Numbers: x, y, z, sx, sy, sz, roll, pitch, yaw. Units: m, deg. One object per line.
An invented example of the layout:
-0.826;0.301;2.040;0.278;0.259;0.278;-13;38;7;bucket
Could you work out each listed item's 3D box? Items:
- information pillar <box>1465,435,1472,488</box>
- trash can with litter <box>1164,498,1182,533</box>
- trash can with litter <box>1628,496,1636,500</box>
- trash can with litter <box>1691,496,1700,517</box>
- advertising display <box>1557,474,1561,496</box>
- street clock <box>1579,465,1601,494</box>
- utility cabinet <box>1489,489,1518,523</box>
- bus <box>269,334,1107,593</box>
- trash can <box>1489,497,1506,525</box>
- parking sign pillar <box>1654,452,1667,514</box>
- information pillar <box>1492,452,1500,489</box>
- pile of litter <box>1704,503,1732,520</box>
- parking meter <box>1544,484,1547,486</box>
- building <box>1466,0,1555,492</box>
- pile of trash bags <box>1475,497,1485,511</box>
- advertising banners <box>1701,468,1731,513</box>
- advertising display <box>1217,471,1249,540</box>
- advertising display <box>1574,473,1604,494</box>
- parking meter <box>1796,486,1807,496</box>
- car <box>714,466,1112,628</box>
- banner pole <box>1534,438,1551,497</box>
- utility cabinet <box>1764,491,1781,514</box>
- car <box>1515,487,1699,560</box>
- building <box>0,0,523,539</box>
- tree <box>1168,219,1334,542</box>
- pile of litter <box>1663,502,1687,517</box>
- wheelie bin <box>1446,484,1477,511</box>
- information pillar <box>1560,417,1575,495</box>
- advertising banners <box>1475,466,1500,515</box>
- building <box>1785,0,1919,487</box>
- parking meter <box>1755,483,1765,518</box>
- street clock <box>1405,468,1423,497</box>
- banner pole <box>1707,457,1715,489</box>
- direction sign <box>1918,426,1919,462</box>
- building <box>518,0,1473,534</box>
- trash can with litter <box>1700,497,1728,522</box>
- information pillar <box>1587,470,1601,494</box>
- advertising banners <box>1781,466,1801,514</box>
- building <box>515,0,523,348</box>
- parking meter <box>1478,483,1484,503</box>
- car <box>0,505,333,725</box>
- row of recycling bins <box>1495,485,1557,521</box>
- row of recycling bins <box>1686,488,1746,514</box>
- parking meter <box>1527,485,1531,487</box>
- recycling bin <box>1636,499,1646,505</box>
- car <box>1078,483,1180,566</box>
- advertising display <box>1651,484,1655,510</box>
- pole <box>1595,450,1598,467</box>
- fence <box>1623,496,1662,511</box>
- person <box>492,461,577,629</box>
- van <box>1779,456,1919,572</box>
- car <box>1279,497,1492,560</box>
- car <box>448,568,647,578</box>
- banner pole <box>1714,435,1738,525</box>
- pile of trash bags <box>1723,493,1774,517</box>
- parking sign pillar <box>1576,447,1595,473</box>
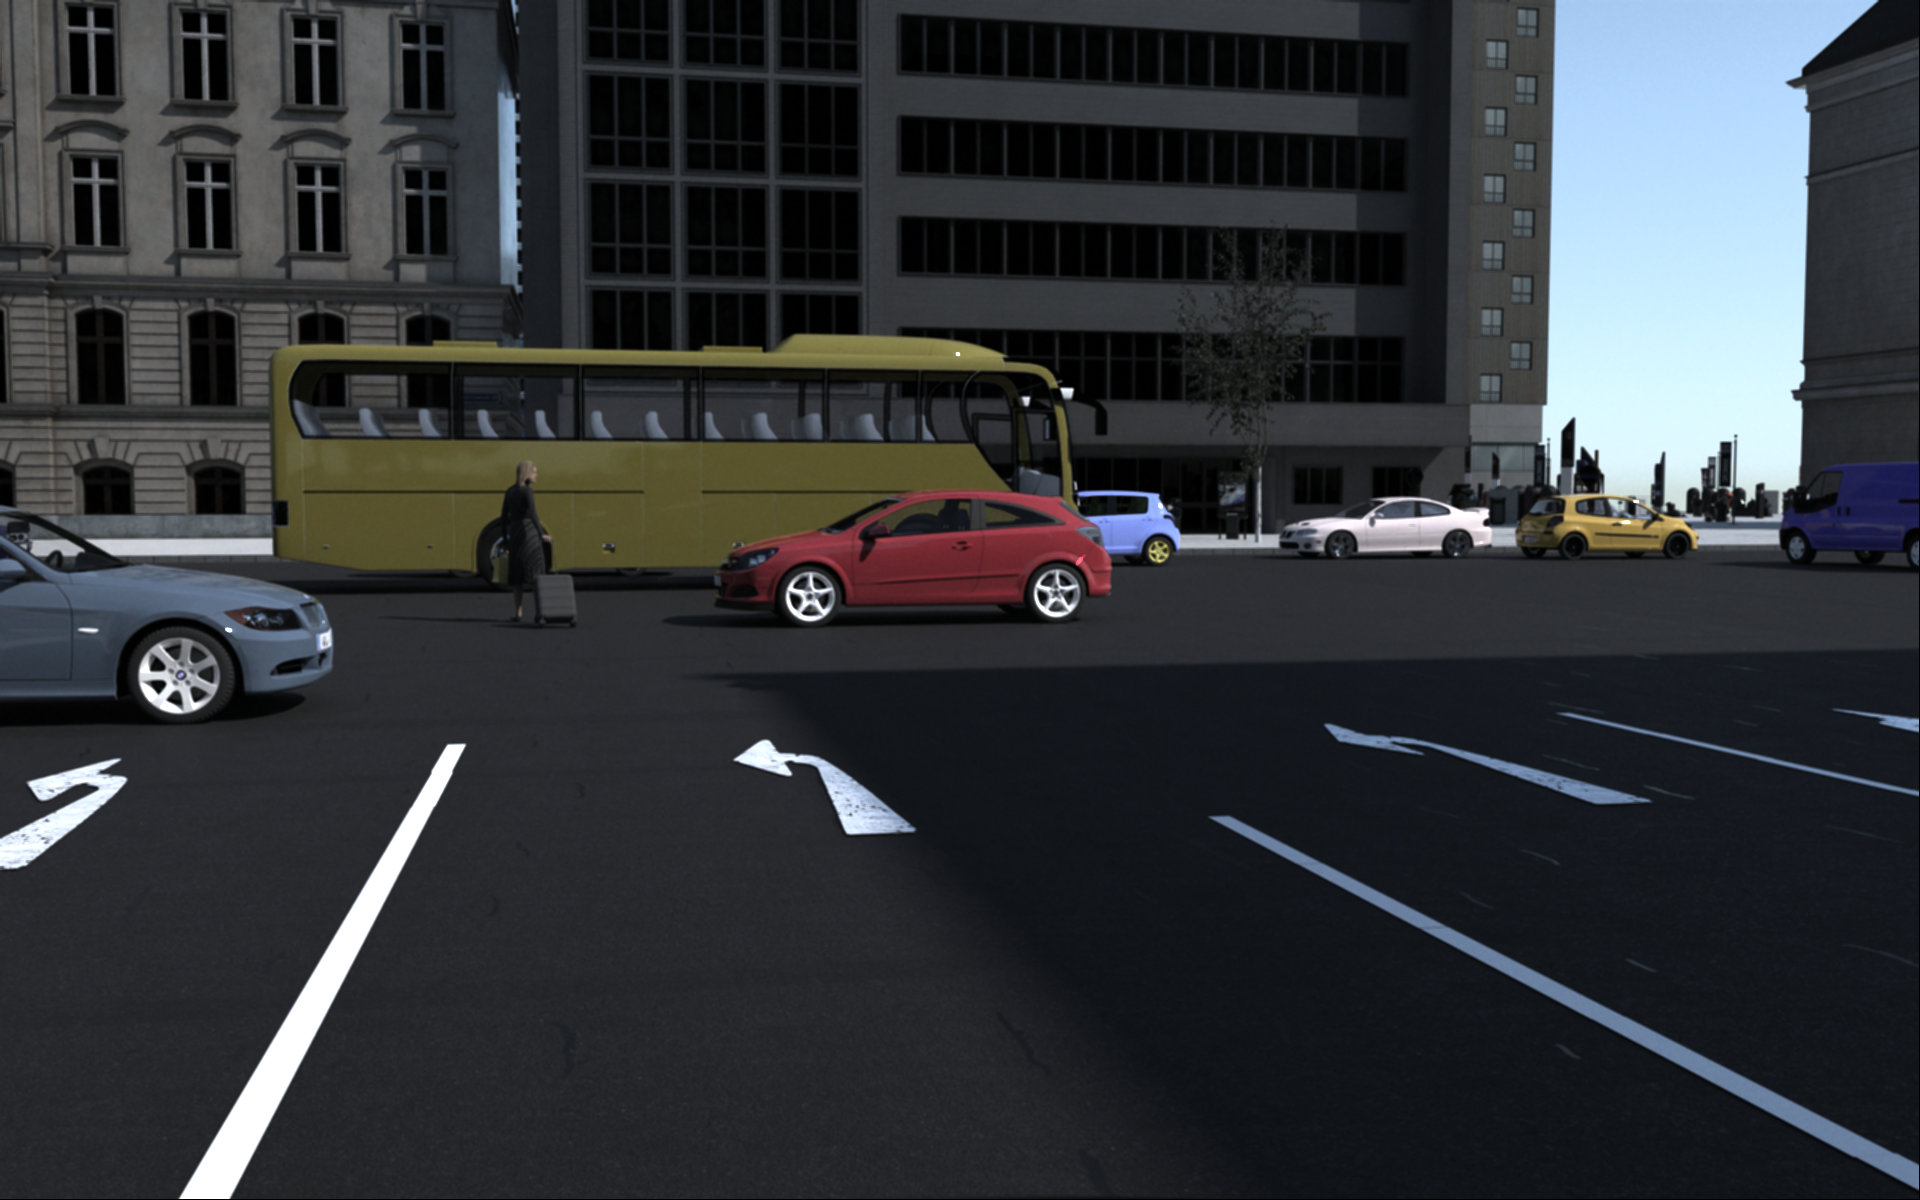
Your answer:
19.915;-4.705;68.285;0.504;3.616;0.183;2;4;35;information pillar
6.077;-2.424;51.013;0.624;1.170;1.055;-2;4;-26;trash can with litter
26.974;-3.622;70.271;2.233;1.210;1.678;-3;5;-43;trash can with litter
41.746;-5.264;97.454;1.055;1.170;0.624;0;4;7;trash can with litter
19.631;-3.076;55.500;0.974;1.923;0.123;2;4;30;advertising display
15.815;-2.381;43.500;0.471;2.002;0.358;3;5;39;street clock
23.438;-4.039;74.714;1.173;1.500;0.318;1;4;12;utility cabinet
-3.993;-2.157;26.816;12.252;3.916;2.896;-1;4;-14;bus
22.497;-3.720;72.473;0.748;1.137;0.748;0;3;0;trash can
44.417;-7.430;109.958;1.447;3.967;1.447;2;4;29;parking sign pillar
29.674;-6.401;96.003;0.183;3.616;0.504;-2;4;-27;information pillar
37.082;-4.330;84.755;1.176;0.858;1.719;0;4;8;pile of litter
35.355;-6.042;104.494;0.399;1.863;0.255;-2;4;-24;parking meter
33.282;-34.479;152.967;27.495;52.752;28.713;-1;4;-12;building
26.145;-4.913;90.076;1.912;1.369;3.447;0;4;1;pile of trash bags
50.510;-7.313;115.753;0.090;3.025;2.074;-3;5;-42;advertising banners
7.741;-2.687;49.151;0.974;1.923;0.123;3;5;42;advertising display
19.388;-2.950;53.441;0.974;1.923;0.123;-1;4;-12;advertising display
25.694;-2.718;52.856;0.372;1.533;0.369;0;3;0;parking meter
-0.531;-0.647;19.623;4.494;1.783;2.155;-1;4;-13;car
26.073;-5.350;77.491;0.863;3.779;0.401;3;4;37;banner pole
51.847;-6.248;110.825;0.318;1.500;1.173;-3;5;-41;utility cabinet
14.492;-1.741;38.691;3.980;1.641;2.015;-1;4;-13;car
-31.052;-14.263;52.287;34.723;24.649;14.460;-1;4;-12;building
7.689;-5.839;45.830;4.360;8.622;3.978;0;3;0;tree
39.398;-5.005;95.796;1.176;0.858;1.719;-2;4;-26;pile of litter
15.239;-2.727;52.502;0.980;1.594;0.693;-2;4;-25;wheelie bin
18.616;-3.774;53.057;0.183;3.616;0.504;-2;4;-25;information pillar
32.386;-6.753;106.594;2.074;3.025;0.090;-2;4;-24;advertising banners
35.642;-13.067;64.551;40.483;20.767;10.553;-1;4;-12;building
42.079;-5.224;91.125;0.399;1.863;0.255;-2;4;-26;parking meter
12.732;-2.693;48.608;0.471;2.002;0.358;0;4;7;street clock
44.653;-6.881;102.529;0.863;3.779;0.401;0;4;-1;banner pole
31.719;-3.981;57.081;0.379;3.537;0.876;1;4;13;direction sign
0.778;-14.632;58.305;30.058;24.678;14.314;-1;4;-12;building
34.908;-4.196;79.993;1.055;1.170;0.624;2;4;29;trash can with litter
19.339;-2.960;52.890;0.304;2.012;0.304;-3;5;-45;information pillar
51.406;-6.765;106.794;2.074;3.025;0.090;-2;4;-28;advertising banners
-61.048;-54.939;210.916;31.000;86.520;22.319;-1;4;-12;building
28.381;-5.424;94.389;0.255;1.863;0.399;2;4;26;parking meter
-6.463;0.045;11.260;4.499;1.417;2.014;-1;4;-11;car
26.792;-4.588;82.130;1.069;1.692;3.534;-2;4;-34;row of recycling bins
49.070;-6.441;112.424;3.534;1.692;1.069;2;4;25;row of recycling bins
35.802;-6.322;109.069;0.255;1.863;0.399;1;4;19;parking meter
32.614;-4.349;83.655;0.722;1.027;0.722;-1;4;-9;recycling bin
2.532;-1.543;34.826;3.694;1.707;1.945;-1;4;-11;car
45.282;-6.575;112.715;0.974;1.923;0.123;-3;5;-40;advertising display
29.445;-5.281;80.188;0.158;3.312;0.155;0;3;0;pole
36.173;-4.948;92.109;2.264;1.192;0.480;1;4;14;fence
-4.697;-0.629;19.004;0.699;1.804;1.509;-2;4;-23;person
18.292;-1.794;33.712;2.240;2.365;5.245;-1;4;-11;van
9.568;-1.632;39.050;4.827;1.381;2.083;-1;4;-12;car
-7.323;-1.113;30.566;4.827;1.381;2.083;-1;4;-13;car
32.404;-5.074;72.976;0.863;3.779;0.401;0;4;3;banner pole
44.916;-5.474;99.258;1.912;1.369;3.447;-1;4;-13;pile of trash bags
35.266;-6.681;97.702;1.447;3.967;1.447;-1;4;-10;parking sign pillar
